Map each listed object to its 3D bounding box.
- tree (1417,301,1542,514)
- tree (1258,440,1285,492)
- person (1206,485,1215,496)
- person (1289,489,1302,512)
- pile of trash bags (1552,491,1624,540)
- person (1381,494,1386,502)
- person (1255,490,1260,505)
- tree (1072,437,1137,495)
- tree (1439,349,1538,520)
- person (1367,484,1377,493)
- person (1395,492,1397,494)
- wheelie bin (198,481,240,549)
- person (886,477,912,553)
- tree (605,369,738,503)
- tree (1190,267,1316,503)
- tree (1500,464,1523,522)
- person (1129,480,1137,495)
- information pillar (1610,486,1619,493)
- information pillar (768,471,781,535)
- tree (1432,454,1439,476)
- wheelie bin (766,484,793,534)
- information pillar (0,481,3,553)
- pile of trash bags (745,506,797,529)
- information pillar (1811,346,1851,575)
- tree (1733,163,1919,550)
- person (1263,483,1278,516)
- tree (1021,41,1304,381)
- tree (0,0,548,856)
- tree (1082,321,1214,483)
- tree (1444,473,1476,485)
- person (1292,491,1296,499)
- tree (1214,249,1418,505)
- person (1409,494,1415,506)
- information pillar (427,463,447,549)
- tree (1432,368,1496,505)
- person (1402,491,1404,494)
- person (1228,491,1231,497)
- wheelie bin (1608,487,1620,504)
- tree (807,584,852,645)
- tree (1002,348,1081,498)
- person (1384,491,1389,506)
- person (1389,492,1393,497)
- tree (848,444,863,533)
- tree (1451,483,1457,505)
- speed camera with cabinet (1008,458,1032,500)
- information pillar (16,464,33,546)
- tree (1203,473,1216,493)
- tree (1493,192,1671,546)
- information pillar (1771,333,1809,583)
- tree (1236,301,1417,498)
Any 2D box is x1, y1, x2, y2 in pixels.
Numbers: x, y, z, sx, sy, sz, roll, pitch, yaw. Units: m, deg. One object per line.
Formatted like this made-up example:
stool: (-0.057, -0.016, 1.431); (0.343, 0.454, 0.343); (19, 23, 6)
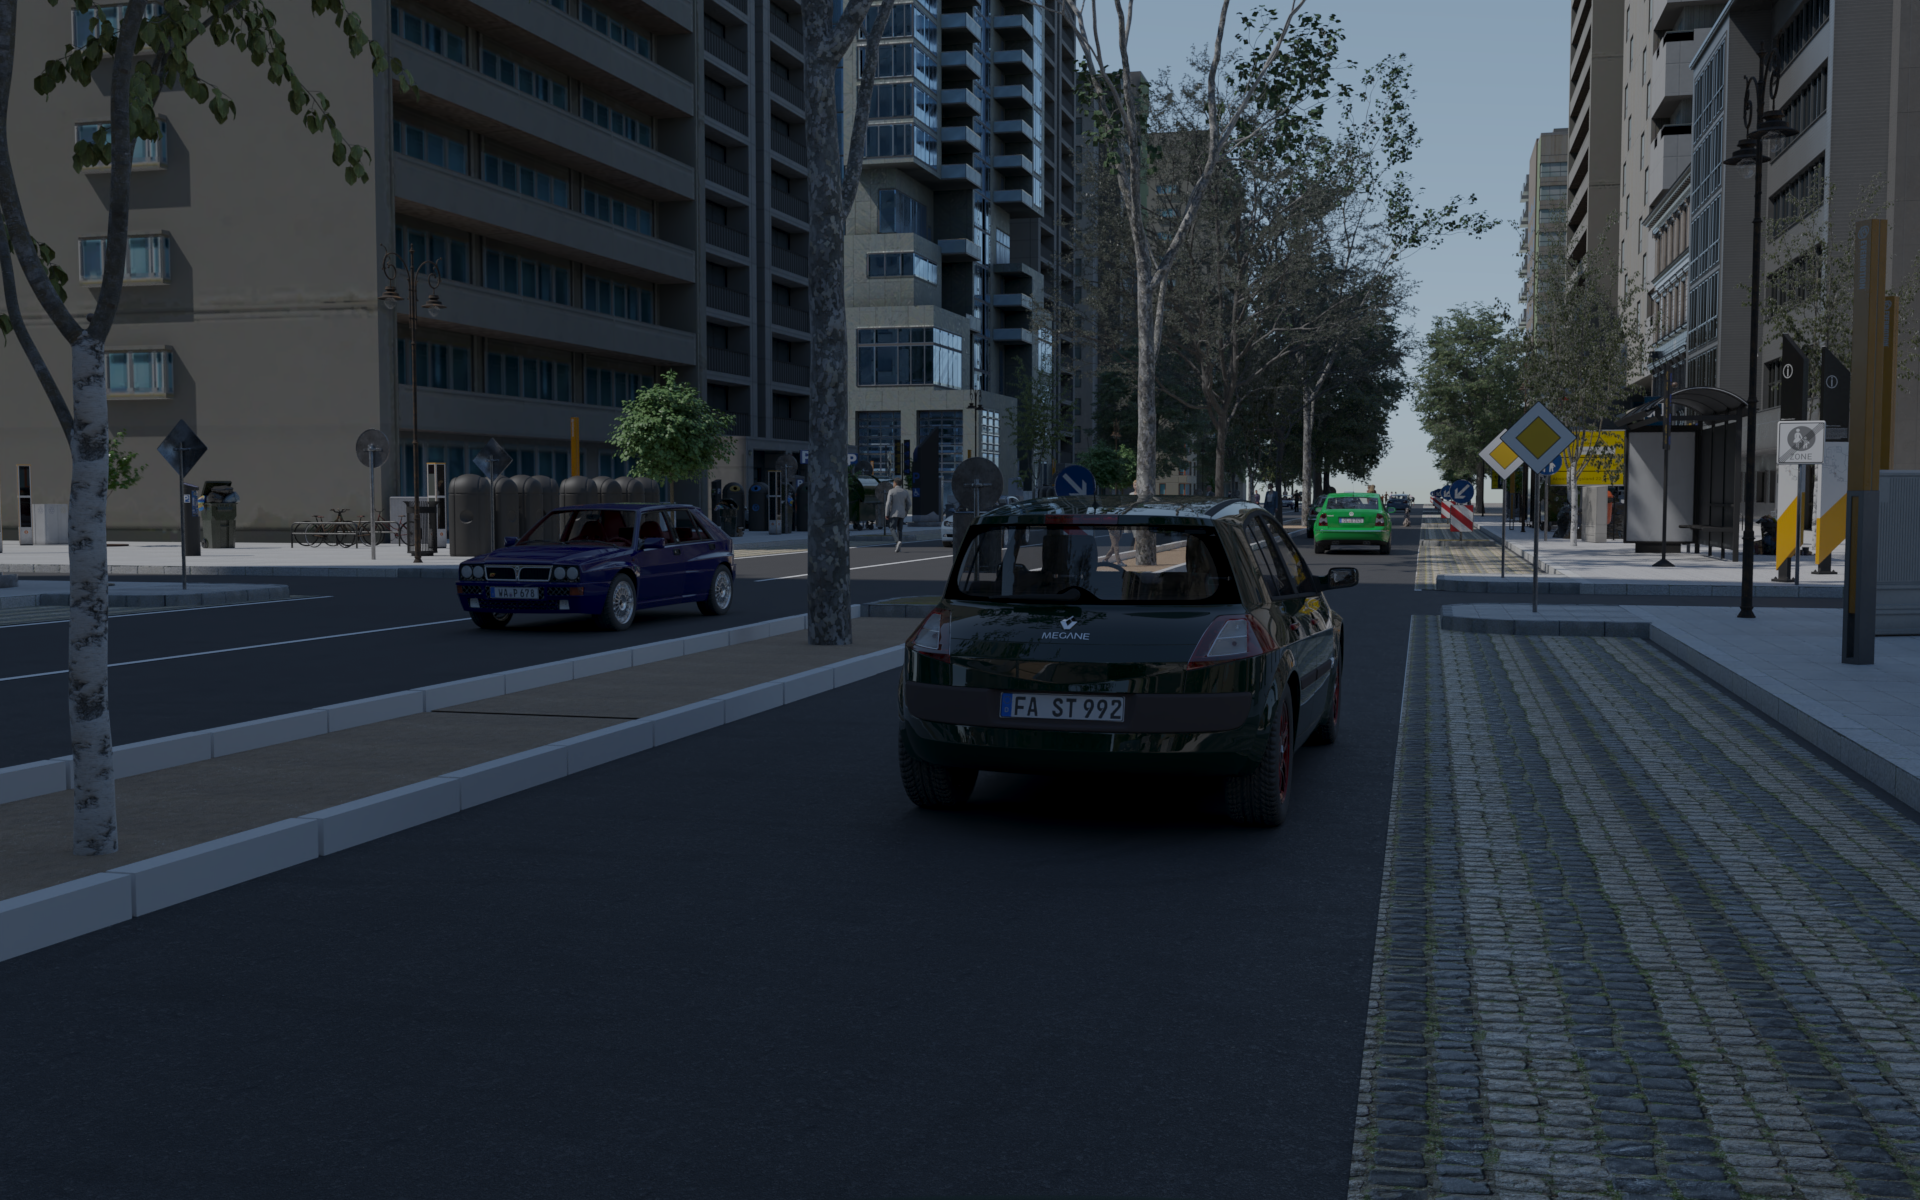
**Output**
tree: (34.240, -12.650, 113.487); (9.857, 13.997, 8.962); (0, 3, 0)
tree: (37.946, -16.036, 212.550); (4.737, 8.622, 4.395); (0, 3, 0)
person: (9.735, -3.609, 67.906); (0.834, 1.777, 0.661); (-2, 4, -31)
person: (26.839, -7.922, 138.168); (1.348, 1.807, 0.705); (-2, 4, -34)
pile of trash bags: (18.116, -2.424, 49.381); (1.912, 1.369, 3.447); (1, 4, 9)
person: (48.679, -11.486, 199.554); (1.065, 1.426, 0.557); (1, 4, 15)
person: (19.112, -6.253, 111.648); (0.530, 1.710, 0.541); (-2, 4, -30)
tree: (8.145, -7.140, 100.450); (4.285, 4.588, 4.351); (0, 3, 0)
tree: (27.197, -8.349, 86.875); (4.737, 8.622, 4.395); (0, 3, 0)
person: (16.991, -3.859, 71.565); (0.573, 1.828, 0.580); (-2, 4, -32)
person: (55.614, -12.977, 221.386); (1.217, 1.736, 0.721); (-3, 5, -40)
wheelie bin: (-17.467, -2.018, 40.904); (0.693, 1.594, 0.980); (3, 5, 41)
person: (-1.497, -2.097, 42.627); (0.661, 1.843, 0.795); (-1, 4, -23)
tree: (-7.572, -3.749, 45.016); (4.285, 4.588, 4.351); (0, 3, 0)
tree: (9.223, -6.211, 54.366); (4.360, 8.622, 3.978); (0, 3, 0)
tree: (25.740, -5.254, 80.509); (1.663, 3.219, 1.824); (0, 3, 0)
person: (4.460, -2.108, 43.314); (0.624, 1.780, 0.694); (-3, 4, -38)
information pillar: (31.658, -4.854, 83.849); (0.304, 2.012, 0.304); (-1, 4, -13)
information pillar: (-5.836, -3.064, 54.594); (0.304, 2.012, 0.304); (2, 4, 24)
tree: (42.479, -11.812, 143.493); (4.737, 8.622, 4.395); (0, 3, 0)
wheelie bin: (-5.828, -2.956, 56.242); (0.980, 1.594, 0.693); (1, 4, 17)
information pillar: (-20.975, -2.021, 37.538); (0.304, 2.012, 0.304); (-3, 5, -39)
pile of trash bags: (-6.849, -3.333, 64.246); (1.912, 1.369, 3.447); (3, 4, 38)
information pillar: (13.888, -2.215, 27.573); (0.504, 3.616, 0.183); (-1, 4, -11)
tree: (19.863, -5.448, 39.439); (4.360, 8.622, 3.978); (0, 3, 0)
person: (11.017, -3.224, 61.239); (0.654, 1.822, 0.581); (-3, 5, -41)
tree: (6.983, -8.161, 46.255); (12.009, 13.543, 11.850); (0, 3, 0)
tree: (-3.415, -3.305, 6.864); (4.737, 8.622, 4.395); (0, 3, 0)
tree: (13.061, -13.065, 120.266); (9.857, 13.997, 8.962); (0, 3, 0)
tree: (47.559, -11.072, 164.733); (4.285, 4.588, 4.351); (0, 3, 0)
person: (41.131, -12.482, 212.577); (1.348, 1.824, 0.705); (3, 4, 37)
tree: (17.820, -10.802, 85.721); (9.857, 13.997, 8.962); (0, 3, 0)
person: (53.271, -11.784, 204.355); (0.799, 1.438, 0.628); (1, 4, 15)
information pillar: (-12.350, -2.226, 40.892); (0.304, 2.012, 0.304); (2, 4, 32)
tree: (45.886, -14.452, 154.422); (7.486, 12.596, 7.792); (0, 3, 0)
person: (65.127, -15.033, 254.305); (1.348, 1.823, 0.705); (-1, 4, -16)
person: (23.046, -8.512, 148.476); (0.445, 1.727, 0.742); (0, 4, -4)
wheelie bin: (31.124, -4.586, 82.884); (0.693, 1.594, 0.980); (-1, 4, -17)
tree: (-0.288, -9.565, 14.742); (12.611, 20.169, 13.585); (0, 3, 0)
tree: (3.965, -8.402, 87.738); (4.737, 8.622, 4.395); (0, 3, 0)
person: (51.296, -12.211, 208.674); (0.721, 1.766, 1.217); (-3, 5, -40)
person: (46.939, -10.941, 188.321); (0.436, 1.711, 0.756); (0, 4, 7)
tree: (-3.977, -3.788, 56.534); (1.663, 3.219, 1.824); (0, 3, 0)
tree: (59.563, -13.127, 209.228); (1.663, 3.219, 1.824); (0, 3, 0)
speed camera with cabinet: (3.541, -6.250, 96.527); (0.660, 3.252, 2.038); (3, 5, 42)
information pillar: (-23.304, -2.365, 43.164); (0.304, 2.012, 0.304); (-2, 4, -31)
tree: (22.853, -9.928, 156.917); (1.663, 3.219, 1.824); (0, 3, 0)
tree: (15.027, -5.611, 42.096); (4.360, 8.622, 3.978); (0, 3, 0)
information pillar: (12.037, -2.062, 25.064); (0.183, 3.616, 0.504); (-1, 4, -12)
tree: (20.371, -10.799, 96.021); (9.611, 12.733, 9.660); (0, 3, 0)
